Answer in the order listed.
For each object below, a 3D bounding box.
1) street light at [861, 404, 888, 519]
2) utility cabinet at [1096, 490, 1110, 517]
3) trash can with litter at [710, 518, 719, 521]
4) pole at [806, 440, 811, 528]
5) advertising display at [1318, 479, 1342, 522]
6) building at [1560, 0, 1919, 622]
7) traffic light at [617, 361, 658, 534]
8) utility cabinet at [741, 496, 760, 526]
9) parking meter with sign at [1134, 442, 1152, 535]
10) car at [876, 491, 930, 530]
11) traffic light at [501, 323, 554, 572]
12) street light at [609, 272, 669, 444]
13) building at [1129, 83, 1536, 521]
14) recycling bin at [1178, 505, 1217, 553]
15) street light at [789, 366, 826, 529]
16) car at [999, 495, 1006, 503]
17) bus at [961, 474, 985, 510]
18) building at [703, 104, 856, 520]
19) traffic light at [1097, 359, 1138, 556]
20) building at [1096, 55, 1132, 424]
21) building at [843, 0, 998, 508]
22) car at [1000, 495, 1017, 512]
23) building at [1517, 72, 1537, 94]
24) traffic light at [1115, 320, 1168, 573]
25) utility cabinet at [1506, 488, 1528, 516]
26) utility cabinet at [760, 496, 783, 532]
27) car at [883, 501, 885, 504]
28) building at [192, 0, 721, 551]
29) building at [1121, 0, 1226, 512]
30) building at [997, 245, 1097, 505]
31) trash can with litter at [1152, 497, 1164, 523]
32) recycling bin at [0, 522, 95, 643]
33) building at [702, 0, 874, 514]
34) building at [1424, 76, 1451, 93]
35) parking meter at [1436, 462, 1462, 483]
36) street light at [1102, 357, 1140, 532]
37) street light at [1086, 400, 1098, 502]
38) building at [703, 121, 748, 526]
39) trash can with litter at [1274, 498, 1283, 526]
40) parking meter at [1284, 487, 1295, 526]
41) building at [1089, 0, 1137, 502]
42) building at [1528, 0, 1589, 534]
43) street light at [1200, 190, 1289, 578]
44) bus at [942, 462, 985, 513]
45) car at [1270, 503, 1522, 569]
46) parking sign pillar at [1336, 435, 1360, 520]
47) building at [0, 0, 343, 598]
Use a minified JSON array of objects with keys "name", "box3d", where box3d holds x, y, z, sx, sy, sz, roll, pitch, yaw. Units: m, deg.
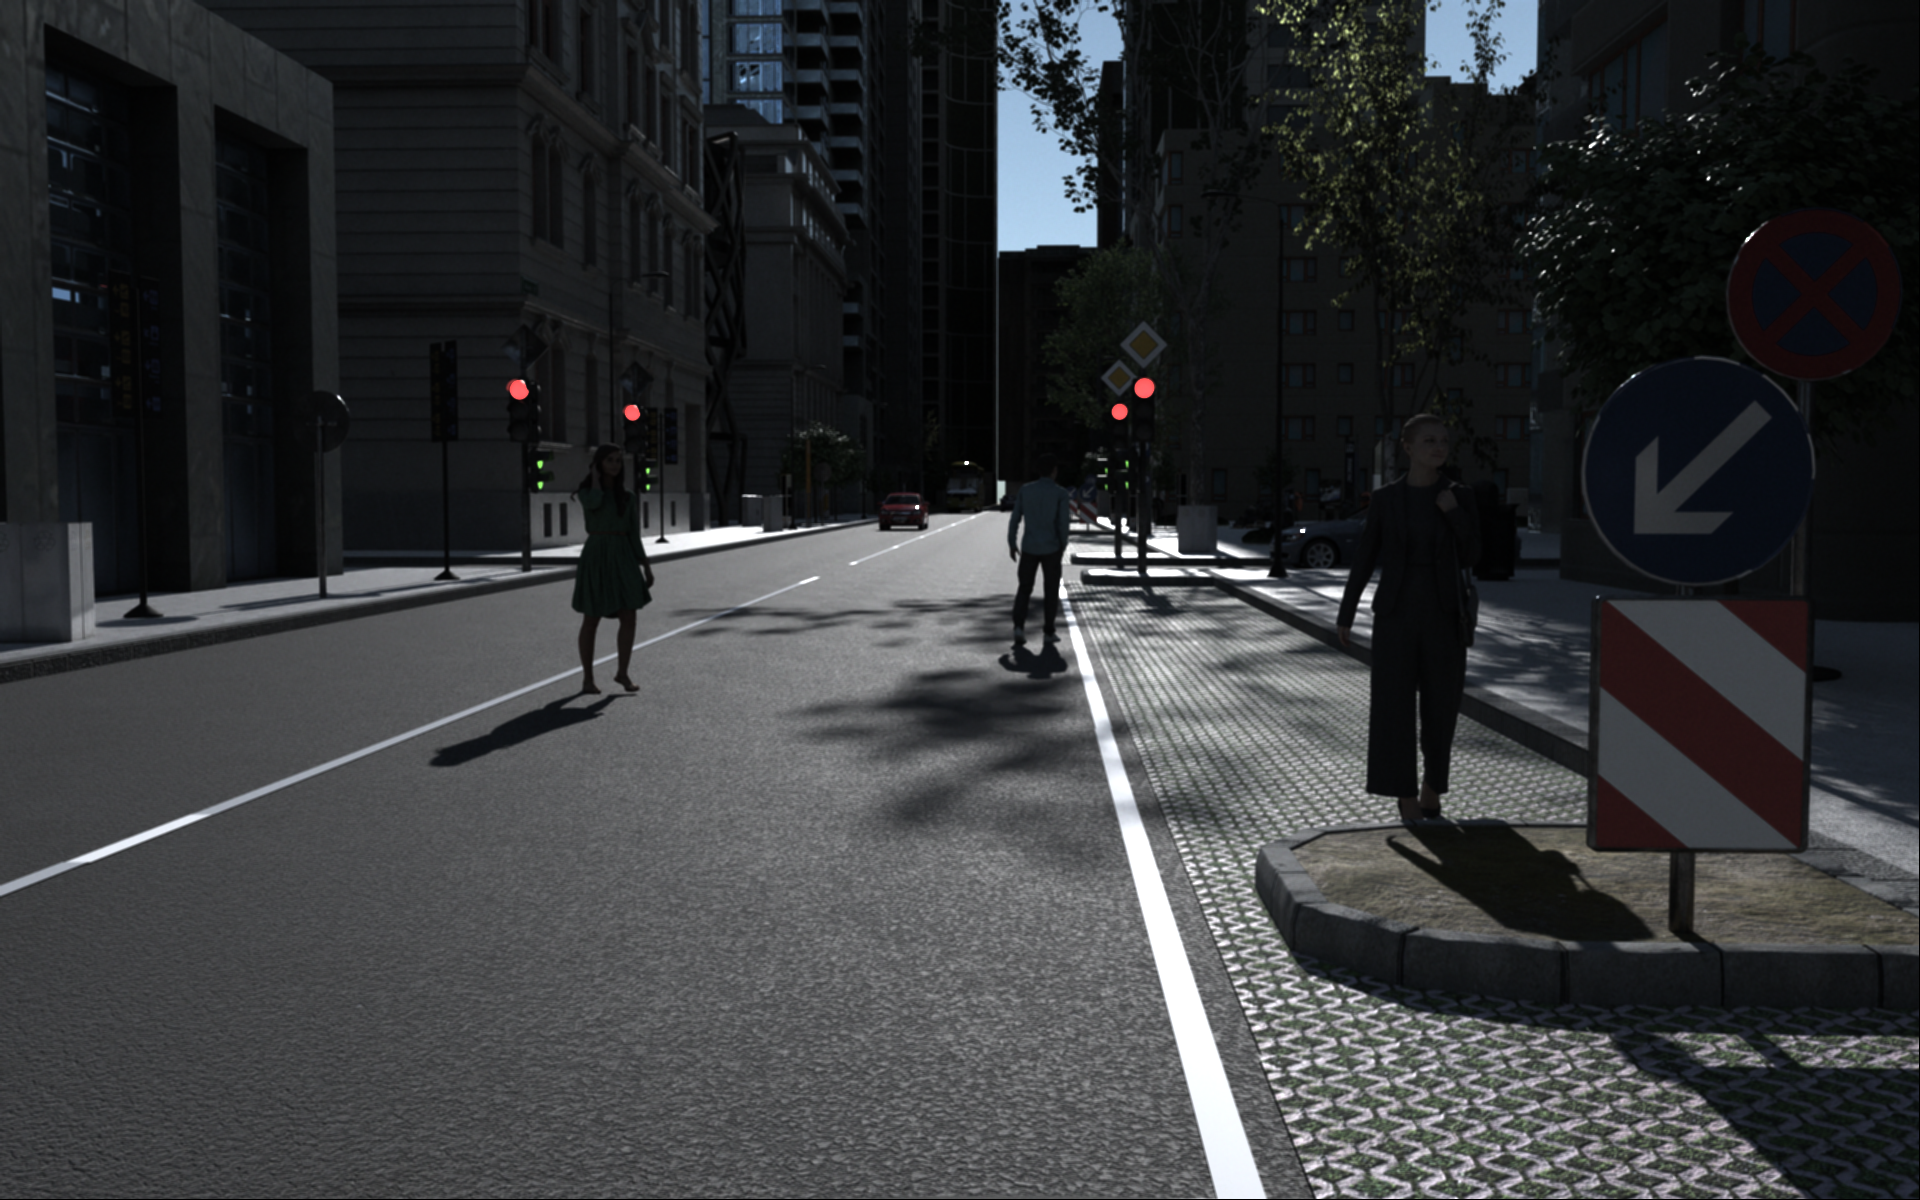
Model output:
[{"name":"street light","box3d":[-4.409,-7.126,89.053,1.470,5.913,1.316,0,4,2]},{"name":"utility cabinet","box3d":[8.090,-5.322,95.696,1.173,1.500,0.318,-2,4,-26]},{"name":"trash can with litter","box3d":[-11.879,-4.346,82.112,1.678,1.210,2.233,1,4,14]},{"name":"pole","box3d":[-5.706,-4.361,65.148,0.158,3.312,0.155,0,3,0]},{"name":"advertising display","box3d":[16.121,-4.297,75.465,0.974,1.923,0.123,1,4,18]},{"name":"building","box3d":[22.301,-10.128,10.632,27.650,21.520,28.899,0,4,2]},{"name":"traffic light","box3d":[-6.814,-2.911,36.514,0.839,4.253,0.868,0,4,2]},{"name":"utility cabinet","box3d":[-8.311,-3.553,69.249,0.306,1.237,1.020,2,4,28]},{"name":"parking meter with sign","box3d":[5.892,-3.622,55.487,0.543,3.016,1.738,0,4,1]},{"name":"car","box3d":[-2.264,-3.734,70.084,2.155,1.783,4.494,0,4,2]},{"name":"traffic light","box3d":[-7.151,-2.423,28.536,0.839,4.253,0.868,0,4,2]},{"name":"street light","box3d":[-6.779,-3.906,36.404,1.470,5.913,1.316,0,4,2]},{"name":"building","box3d":[24.077,-15.360,96.174,27.650,21.520,28.899,0,4,2]},{"name":"recycling bin","box3d":[5.238,-1.568,38.190,0.722,1.027,0.722,2,4,23]},{"name":"street light","box3d":[-5.550,-5.528,62.918,1.470,5.913,1.316,0,4,2]},{"name":"car","box3d":[4.743,-9.244,163.498,2.083,1.381,4.827,0,4,1]},{"name":"bus","box3d":[0.666,-10.000,155.042,2.896,3.916,12.252,0,4,4]},{"name":"building","box3d":[-13.596,-15.562,96.247,13.314,21.916,24.055,0,4,2]},{"name":"traffic light","box3d":[3.289,-2.886,36.104,0.839,4.253,0.868,0,4,2]},{"name":"building","box3d":[21.128,-32.190,176.413,14.600,45.320,14.200,0,4,2]},{"name":"building","box3d":[-5.994,-46.951,205.900,20.611,71.187,20.563,0,4,2]},{"name":"car","box3d":[4.179,-7.786,139.888,1.945,1.354,3.894,0,4,4]},{"name":"building","box3d":[70.348,-31.566,170.722,28.867,44.769,22.147,0,4,2]},{"name":"traffic light","box3d":[2.952,-2.398,28.126,0.839,4.253,0.868,0,4,2]},{"name":"utility cabinet","box3d":[22.172,-3.651,68.372,1.173,1.500,0.318,-1,4,-16]},{"name":"utility cabinet","box3d":[-6.419,-2.950,59.387,0.306,1.237,1.020,1,4,19]},{"name":"car","box3d":[-2.582,-4.329,80.367,1.945,1.707,3.694,0,4,2]},{"name":"building","box3d":[-15.543,-16.045,49.729,14.401,28.519,23.554,0,4,2]},{"name":"building","box3d":[21.619,-42.140,127.244,20.563,71.187,20.611,0,4,2]},{"name":"building","box3d":[11.380,-26.439,203.985,14.107,30.474,14.160,0,4,2]},{"name":"trash can with litter","box3d":[8.909,-4.022,77.144,1.055,1.170,0.624,-3,5,-44]},{"name":"recycling bin","box3d":[-8.103,-0.163,15.223,0.722,1.027,0.722,-1,4,-9]},{"name":"building","box3d":[-17.077,-49.735,125.845,22.319,86.520,31.000,0,4,2]},{"name":"building","box3d":[43.355,-29.072,167.208,23.993,40.220,32.217,0,4,2]},{"name":"parking meter","box3d":[8.097,-1.419,28.919,0.399,1.863,0.255,2,4,32]},{"name":"street light","box3d":[5.540,-5.268,58.674,1.470,5.913,1.316,0,4,2]},{"name":"street light","box3d":[6.865,-6.866,84.802,1.470,5.913,1.316,0,4,2]},{"name":"building","box3d":[-17.405,-12.419,70.500,16.820,18.784,16.811,0,4,2]},{"name":"trash can with litter","box3d":[9.460,-2.444,51.021,1.678,1.210,2.233,0,4,5]},{"name":"parking meter","box3d":[11.702,-3.249,61.527,0.372,1.533,0.369,0,3,0]},{"name":"building","box3d":[23.187,-51.365,152.490,22.319,86.520,31.000,0,4,2]},{"name":"building","box3d":[31.638,-26.145,47.078,30.456,49.044,23.786,0,4,2]},{"name":"street light","box3d":[4.374,-3.309,26.639,1.470,5.913,1.316,0,4,2]},{"name":"bus","box3d":[0.440,-8.824,135.818,2.896,3.916,12.252,0,4,3]},{"name":"car","box3d":[7.993,-1.221,31.968,4.499,1.417,2.014,0,4,1]},{"name":"parking sign pillar","box3d":[18.045,-5.579,79.682,1.447,3.967,1.447,2,4,25]},{"name":"building","box3d":[-25.776,-42.923,14.460,31.000,86.520,22.319,0,4,2]}]
